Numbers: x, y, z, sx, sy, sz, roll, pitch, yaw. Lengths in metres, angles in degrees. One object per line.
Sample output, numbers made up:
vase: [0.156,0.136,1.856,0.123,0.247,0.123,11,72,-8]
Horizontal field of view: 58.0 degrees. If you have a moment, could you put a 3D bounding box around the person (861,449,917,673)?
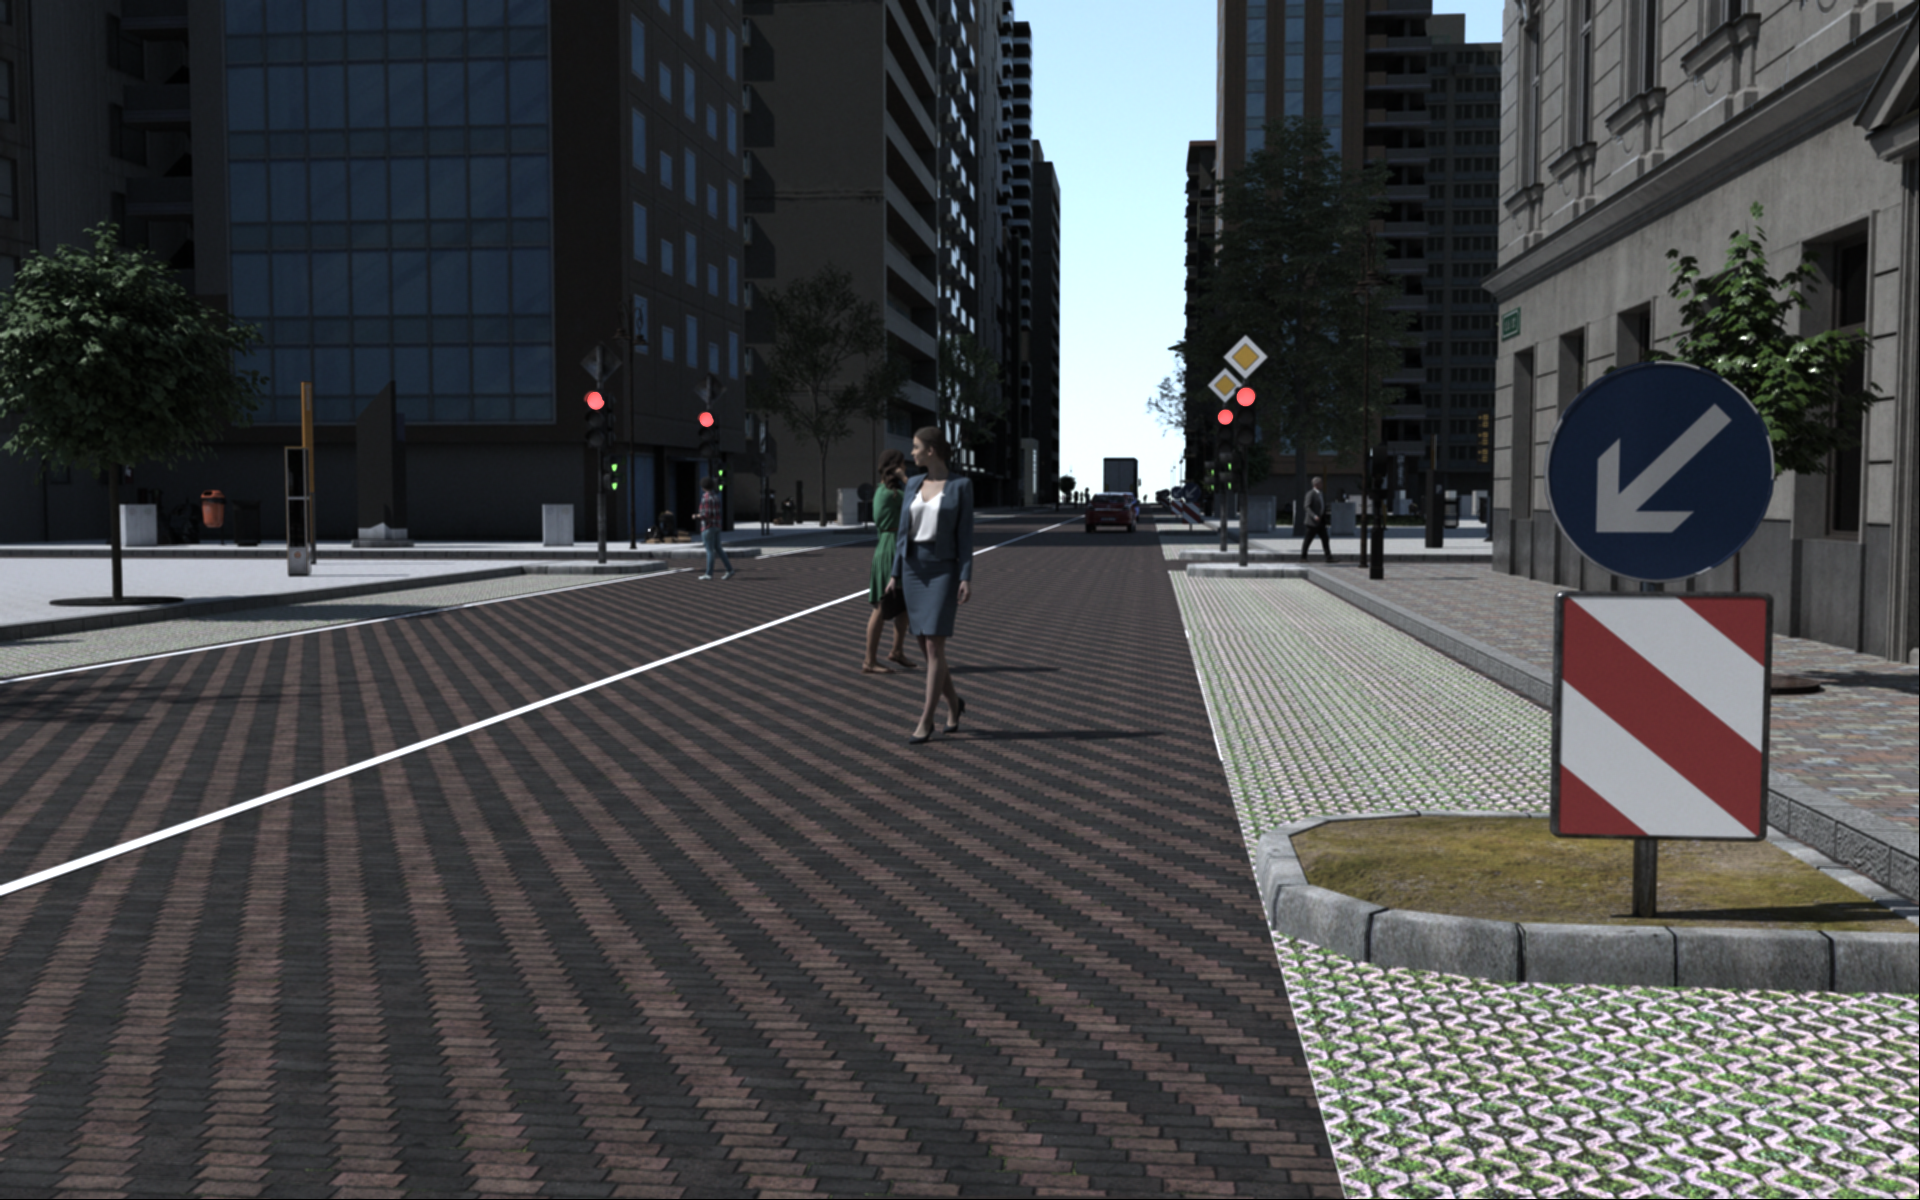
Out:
person: [-0.565,-0.319,13.957,0.529,1.795,0.600,-2,4,-26]

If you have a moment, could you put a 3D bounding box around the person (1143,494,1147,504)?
person: [25.630,-13.928,239.458,0.421,1.427,0.697,-1,4,-22]

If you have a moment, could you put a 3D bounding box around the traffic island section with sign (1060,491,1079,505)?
traffic island section with sign: [13.745,-12.957,220.470,1.989,1.847,2.006,0,4,6]

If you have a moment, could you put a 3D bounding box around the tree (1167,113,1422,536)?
tree: [10.148,-8.231,52.706,7.486,12.596,7.792,0,3,0]

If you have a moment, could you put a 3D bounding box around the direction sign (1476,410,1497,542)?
direction sign: [14.359,-3.348,46.739,0.876,3.537,0.379,3,4,38]

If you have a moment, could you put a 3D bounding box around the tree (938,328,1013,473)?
tree: [-0.580,-11.040,106.267,9.928,11.665,9.643,0,3,0]

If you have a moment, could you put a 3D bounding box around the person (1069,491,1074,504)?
person: [14.369,-13.306,226.051,1.348,1.824,0.705,1,4,12]

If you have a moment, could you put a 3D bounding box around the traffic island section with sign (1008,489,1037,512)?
traffic island section with sign: [4.907,-7.952,138.642,1.989,1.847,2.006,0,4,6]

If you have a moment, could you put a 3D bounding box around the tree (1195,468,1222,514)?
tree: [16.416,-7.169,111.811,1.663,3.219,1.824,0,3,0]

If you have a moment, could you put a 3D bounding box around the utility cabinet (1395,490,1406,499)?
utility cabinet: [25.071,-5.507,98.716,0.318,1.500,1.173,2,4,29]

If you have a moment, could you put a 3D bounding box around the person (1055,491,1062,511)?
person: [8.389,-8.465,147.586,0.721,1.739,1.217,-2,4,-25]

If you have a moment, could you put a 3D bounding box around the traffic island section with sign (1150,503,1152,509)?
traffic island section with sign: [16.337,-7.924,138.185,1.989,1.847,2.006,0,4,6]

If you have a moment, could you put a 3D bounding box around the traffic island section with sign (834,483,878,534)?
traffic island section with sign: [-3.376,-3.266,62.027,1.989,1.847,2.006,0,4,6]

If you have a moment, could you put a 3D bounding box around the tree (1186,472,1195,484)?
tree: [17.439,-8.144,127.755,1.663,3.219,1.824,0,3,0]

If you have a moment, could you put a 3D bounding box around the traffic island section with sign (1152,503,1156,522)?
traffic island section with sign: [10.873,-4.832,87.628,1.989,1.847,2.006,0,4,6]

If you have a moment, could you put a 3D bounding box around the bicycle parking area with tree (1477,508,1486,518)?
bicycle parking area with tree: [28.478,-5.738,80.822,9.016,4.147,8.231,2,4,24]

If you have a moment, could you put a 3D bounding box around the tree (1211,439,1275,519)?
tree: [14.641,-6.483,89.710,4.285,4.588,4.351,0,3,0]

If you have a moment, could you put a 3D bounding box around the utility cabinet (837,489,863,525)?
utility cabinet: [-4.481,-3.774,70.377,0.318,1.500,1.173,3,5,40]

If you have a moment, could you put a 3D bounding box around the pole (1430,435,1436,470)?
pole: [16.223,-4.012,59.439,0.158,3.312,0.155,0,3,0]

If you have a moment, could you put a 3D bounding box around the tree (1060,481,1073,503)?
tree: [15.603,-16.069,257.333,1.663,3.219,1.824,0,3,0]

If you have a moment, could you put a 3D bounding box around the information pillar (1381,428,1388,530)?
information pillar: [15.178,-4.317,61.934,0.183,3.616,0.504,0,4,3]

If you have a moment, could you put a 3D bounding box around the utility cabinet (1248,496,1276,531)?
utility cabinet: [10.597,-3.040,60.864,1.020,1.237,0.306,3,5,40]

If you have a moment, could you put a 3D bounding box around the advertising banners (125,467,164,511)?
advertising banners: [-21.899,-3.072,46.410,0.090,3.025,2.074,0,4,2]

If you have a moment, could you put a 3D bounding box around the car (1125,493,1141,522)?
car: [8.601,-5.021,91.683,1.945,1.707,3.694,0,4,4]

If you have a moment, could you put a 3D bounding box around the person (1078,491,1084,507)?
person: [13.286,-11.026,189.501,1.217,1.735,0.721,-1,4,-13]

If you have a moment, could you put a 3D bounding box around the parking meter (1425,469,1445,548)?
parking meter: [11.313,-2.174,41.249,0.399,1.863,0.255,-2,4,-31]

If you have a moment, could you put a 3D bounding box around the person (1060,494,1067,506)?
person: [11.986,-11.503,199.798,0.991,1.433,0.599,-2,4,-32]

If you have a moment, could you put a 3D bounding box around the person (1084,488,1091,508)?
person: [7.059,-5.251,94.622,0.573,1.790,0.520,-1,4,-21]

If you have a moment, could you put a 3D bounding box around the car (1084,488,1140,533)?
car: [5.778,-3.489,66.083,2.155,1.783,4.494,0,4,8]

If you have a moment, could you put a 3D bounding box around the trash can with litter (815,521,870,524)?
trash can with litter: [-5.099,-3.871,74.348,2.233,1.210,1.678,1,4,16]

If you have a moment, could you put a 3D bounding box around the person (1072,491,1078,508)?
person: [11.507,-10.045,173.251,0.721,1.766,1.217,-2,4,-26]

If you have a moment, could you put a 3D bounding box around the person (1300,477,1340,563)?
person: [7.343,-1.619,35.362,0.834,1.777,0.661,3,4,36]

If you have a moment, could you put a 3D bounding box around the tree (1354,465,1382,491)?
tree: [21.798,-5.899,91.044,1.663,3.219,1.824,0,3,0]

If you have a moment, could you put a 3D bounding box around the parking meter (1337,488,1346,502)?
parking meter: [16.431,-4.052,74.656,0.372,1.533,0.369,0,3,0]

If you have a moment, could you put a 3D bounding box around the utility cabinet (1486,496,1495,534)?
utility cabinet: [17.633,-2.768,56.416,1.020,1.237,0.306,-2,4,-25]

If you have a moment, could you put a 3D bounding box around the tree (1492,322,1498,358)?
tree: [20.569,-6.746,60.655,4.737,8.622,4.395,0,3,0]

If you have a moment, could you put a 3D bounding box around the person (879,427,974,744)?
person: [-0.119,-0.100,10.151,0.581,1.822,0.654,3,5,44]

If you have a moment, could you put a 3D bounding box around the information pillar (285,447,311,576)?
information pillar: [-10.336,-1.380,27.050,0.304,2.012,0.304,-1,4,-11]

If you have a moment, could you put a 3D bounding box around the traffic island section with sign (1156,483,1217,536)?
traffic island section with sign: [7.906,-3.154,60.196,1.989,1.847,2.006,0,4,6]

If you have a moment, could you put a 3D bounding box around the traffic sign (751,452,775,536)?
traffic sign: [-6.043,-3.237,53.029,0.768,2.556,0.104,1,4,10]

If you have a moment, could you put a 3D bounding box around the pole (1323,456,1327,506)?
pole: [19.777,-6.118,93.874,0.158,3.312,0.155,0,3,0]

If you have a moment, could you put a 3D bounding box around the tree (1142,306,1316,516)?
tree: [16.096,-11.742,102.357,12.009,13.543,11.850,0,3,0]

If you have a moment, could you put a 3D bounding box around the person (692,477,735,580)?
person: [-4.144,-1.206,29.052,0.643,1.720,0.563,1,4,17]

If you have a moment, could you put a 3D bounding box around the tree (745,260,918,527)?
tree: [-5.192,-8.182,68.185,8.767,10.594,7.601,2,4,32]

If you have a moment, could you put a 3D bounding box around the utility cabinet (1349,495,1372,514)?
utility cabinet: [18.229,-4.138,78.813,1.020,1.237,0.306,1,4,13]

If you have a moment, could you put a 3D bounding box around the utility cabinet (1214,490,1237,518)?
utility cabinet: [14.191,-5.129,92.532,1.173,1.500,0.318,2,4,24]

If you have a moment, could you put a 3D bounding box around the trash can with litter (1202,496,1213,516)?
trash can with litter: [14.159,-5.360,99.030,0.624,1.170,1.055,0,4,8]

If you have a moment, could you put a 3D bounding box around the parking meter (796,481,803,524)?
parking meter: [-6.963,-4.245,75.116,0.255,1.863,0.399,0,4,0]

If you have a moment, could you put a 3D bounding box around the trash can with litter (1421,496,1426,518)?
trash can with litter: [20.976,-4.175,79.326,2.233,1.210,1.678,-2,4,-32]

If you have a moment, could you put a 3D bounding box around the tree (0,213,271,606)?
tree: [-10.052,-2.242,20.365,4.285,4.588,4.351,0,3,0]

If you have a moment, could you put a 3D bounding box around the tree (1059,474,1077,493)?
tree: [16.463,-17.400,268.202,4.285,4.588,4.351,0,3,0]

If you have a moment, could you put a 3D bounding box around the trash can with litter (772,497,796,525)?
trash can with litter: [-7.282,-3.665,71.312,1.055,1.170,0.624,2,4,30]

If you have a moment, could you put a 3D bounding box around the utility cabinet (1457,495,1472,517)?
utility cabinet: [27.869,-5.172,95.726,1.020,1.237,0.306,-3,5,-39]

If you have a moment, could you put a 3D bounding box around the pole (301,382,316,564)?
pole: [-11.870,-2.307,31.557,0.158,3.312,0.155,0,3,0]

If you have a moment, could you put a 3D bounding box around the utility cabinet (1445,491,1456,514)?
utility cabinet: [31.058,-6.178,109.693,0.318,1.500,1.173,3,4,36]

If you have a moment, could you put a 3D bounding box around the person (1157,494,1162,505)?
person: [25.137,-12.700,216.698,0.990,1.755,0.434,2,4,34]

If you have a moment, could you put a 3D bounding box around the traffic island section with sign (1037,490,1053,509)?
traffic island section with sign: [7.849,-9.613,165.804,1.989,1.847,2.006,0,4,6]

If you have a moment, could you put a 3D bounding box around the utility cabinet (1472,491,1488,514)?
utility cabinet: [32.320,-6.058,107.726,1.173,1.500,0.318,-3,4,-38]

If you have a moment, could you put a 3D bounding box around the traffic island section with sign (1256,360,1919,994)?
traffic island section with sign: [2.057,0.164,5.945,1.989,1.847,2.006,0,4,6]

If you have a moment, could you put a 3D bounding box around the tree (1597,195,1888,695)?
tree: [5.146,-1.022,11.319,1.663,3.219,1.824,0,3,0]
